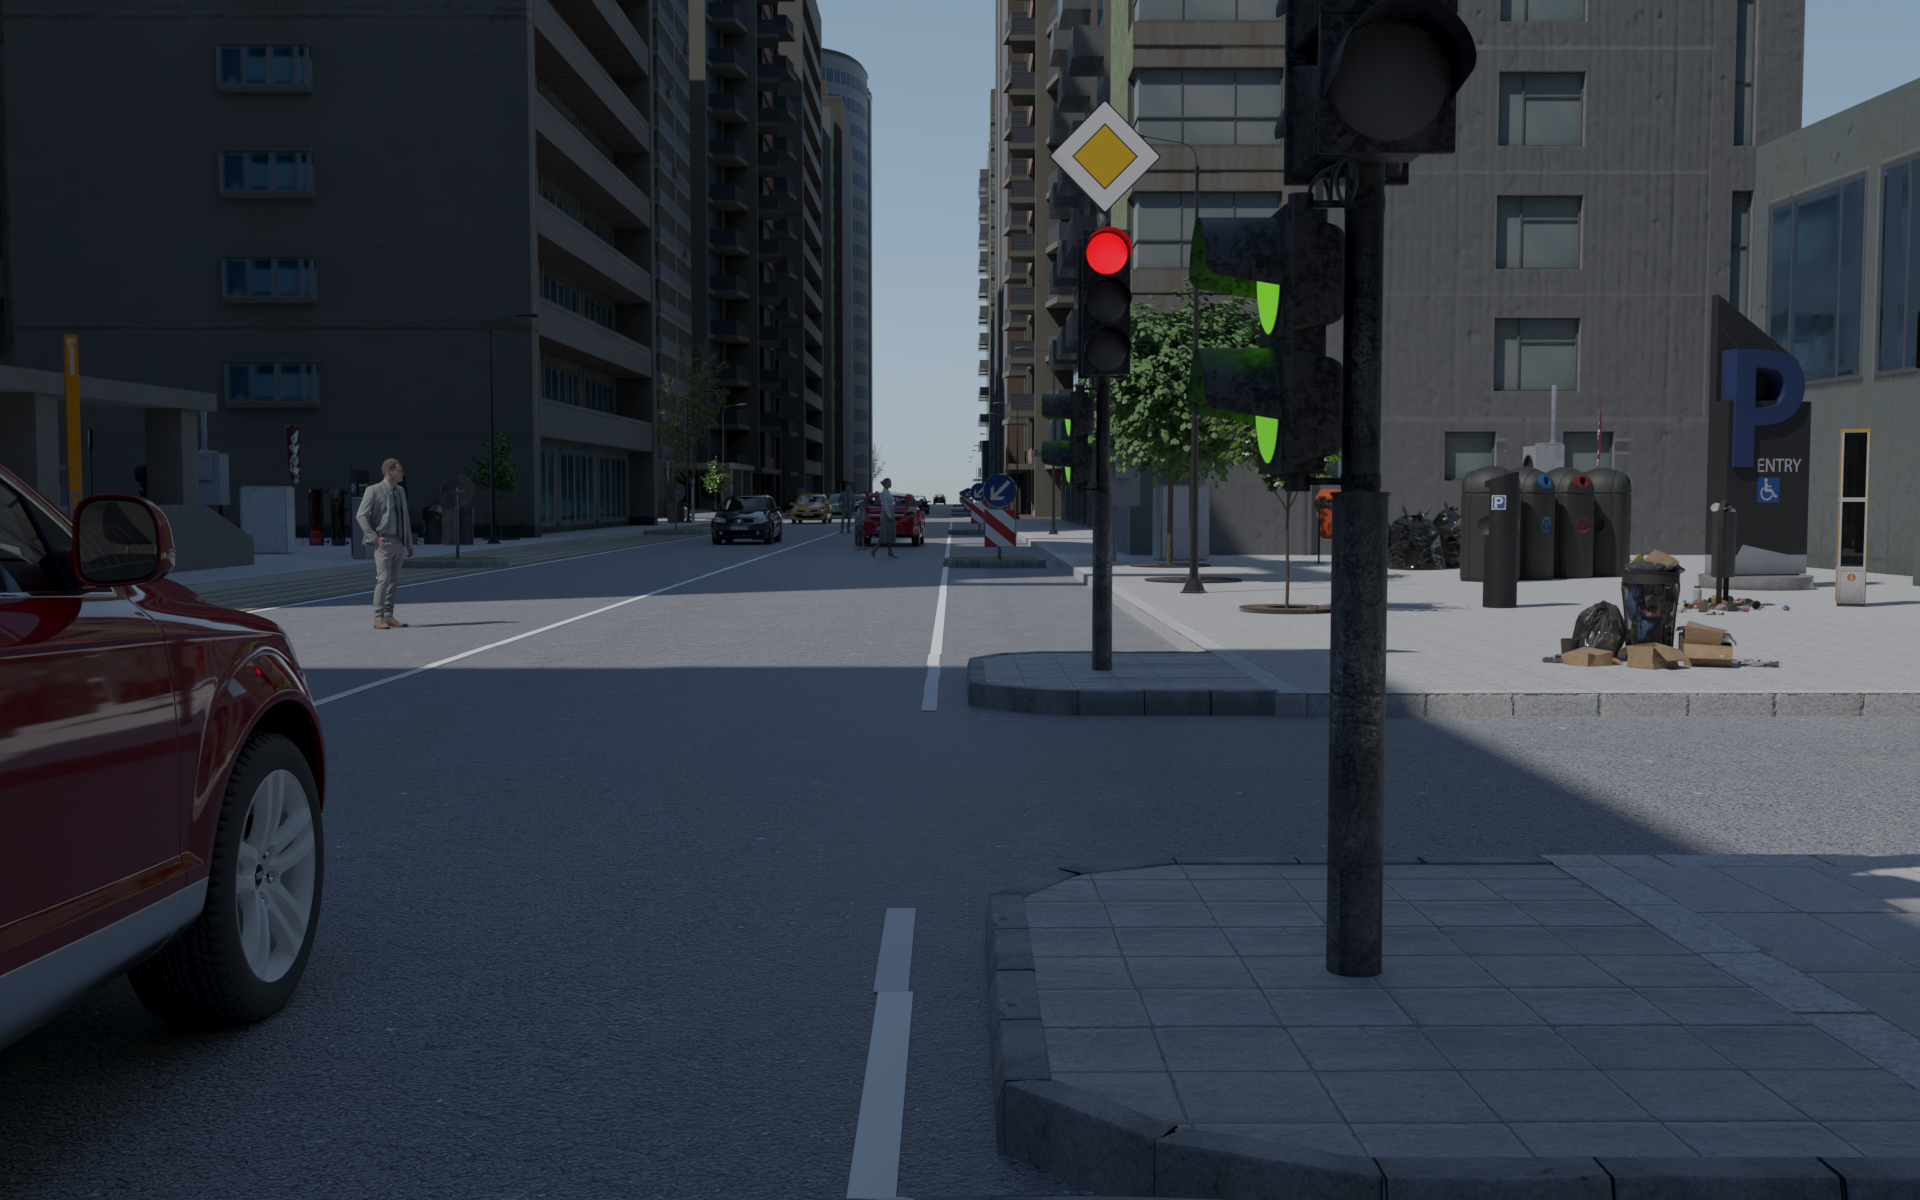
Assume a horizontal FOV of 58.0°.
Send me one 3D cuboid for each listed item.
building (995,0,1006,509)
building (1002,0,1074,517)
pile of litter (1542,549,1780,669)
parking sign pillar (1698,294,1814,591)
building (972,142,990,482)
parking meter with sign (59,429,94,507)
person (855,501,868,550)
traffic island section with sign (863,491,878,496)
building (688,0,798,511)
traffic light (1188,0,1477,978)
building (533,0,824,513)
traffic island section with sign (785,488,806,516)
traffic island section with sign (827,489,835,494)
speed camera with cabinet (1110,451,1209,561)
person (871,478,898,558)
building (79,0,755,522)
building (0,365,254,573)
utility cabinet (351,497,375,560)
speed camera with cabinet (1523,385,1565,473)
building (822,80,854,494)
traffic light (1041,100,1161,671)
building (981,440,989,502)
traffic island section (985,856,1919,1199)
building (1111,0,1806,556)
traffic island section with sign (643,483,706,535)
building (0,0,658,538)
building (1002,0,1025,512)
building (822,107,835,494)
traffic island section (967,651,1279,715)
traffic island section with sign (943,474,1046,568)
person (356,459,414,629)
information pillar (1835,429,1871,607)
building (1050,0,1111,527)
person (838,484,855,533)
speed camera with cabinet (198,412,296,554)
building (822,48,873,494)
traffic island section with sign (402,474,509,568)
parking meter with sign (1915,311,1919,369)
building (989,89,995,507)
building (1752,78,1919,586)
[{"bbox_3d":[13.510,-37.101,148.598,21.231,58.520,28.212,0,4,0],"label":"building"},{"bbox_3d":[13.812,-27.530,104.739,22.147,44.769,28.867,0,4,0],"label":"building"},{"bbox_3d":[5.326,0.054,13.090,1.719,0.858,1.176,1,4,22],"label":"pile of litter"},{"bbox_3d":[10.866,-2.145,23.548,1.447,3.967,1.447,-1,4,-13],"label":"parking sign pillar"},{"bbox_3d":[13.607,-37.428,231.552,23.786,49.044,30.456,0,4,0],"label":"building"},{"bbox_3d":[-23.907,-3.033,45.856,1.738,3.016,0.543,-2,4,-30],"label":"parking meter with sign"},{"bbox_3d":[-2.544,-1.932,44.765,0.332,1.250,0.352,-2,4,-24],"label":"person"},{"bbox_3d":[-10.495,-11.396,194.958,1.989,1.847,2.006,0,4,0],"label":"traffic island section with sign"},{"bbox_3d":[-23.580,-28.809,125.653,22.147,44.769,28.867,0,4,0],"label":"building"},{"bbox_3d":[1.043,-0.956,4.552,0.839,4.253,0.868,0,4,0],"label":"traffic light"},{"bbox_3d":[-23.405,-32.234,150.725,21.300,48.544,21.600,0,4,0],"label":"building"},{"bbox_3d":[-10.238,-6.335,112.208,1.989,1.847,2.006,0,4,0],"label":"traffic island section with sign"},{"bbox_3d":[-10.324,-8.013,139.638,1.989,1.847,2.006,0,4,0],"label":"traffic island section with sign"},{"bbox_3d":[3.741,-2.385,33.329,2.038,3.252,0.660,-1,4,-9],"label":"speed camera with cabinet"},{"bbox_3d":[-1.707,-1.851,38.991,0.641,1.798,0.478,1,4,22],"label":"person"},{"bbox_3d":[-28.661,-24.924,99.396,32.217,40.220,23.993,0,4,0],"label":"building"},{"bbox_3d":[-28.908,-20.269,23.272,32.217,40.220,23.993,0,4,0],"label":"building"},{"bbox_3d":[-11.618,-1.419,34.368,0.306,1.237,1.020,1,4,17],"label":"utility cabinet"},{"bbox_3d":[10.603,-2.317,32.225,0.660,3.252,2.038,0,4,-1],"label":"speed camera with cabinet"},{"bbox_3d":[-19.447,-33.128,191.754,14.600,45.320,14.200,0,4,0],"label":"building"},{"bbox_3d":[1.018,-1.444,12.537,0.839,4.253,0.868,0,4,0],"label":"traffic light"},{"bbox_3d":[13.837,-54.255,199.738,22.319,86.520,31.000,0,4,0],"label":"building"},{"bbox_3d":[1.083,1.077,4.666,2.009,0.180,2.903,0,4,0],"label":"traffic island section"},{"bbox_3d":[10.555,-21.913,41.865,14.154,41.232,14.086,0,4,0],"label":"building"},{"bbox_3d":[-10.085,-3.228,61.411,1.989,1.847,2.006,0,4,0],"label":"traffic island section with sign"},{"bbox_3d":[-23.097,-26.657,59.544,21.300,48.544,21.600,0,4,0],"label":"building"},{"bbox_3d":[10.167,-29.171,127.055,14.600,45.320,14.200,0,4,0],"label":"building"},{"bbox_3d":[-20.365,-30.224,177.759,14.154,41.232,14.086,0,4,0],"label":"building"},{"bbox_3d":[1.058,0.589,12.651,2.009,0.180,2.903,0,4,0],"label":"traffic island section"},{"bbox_3d":[0.667,-1.577,34.408,1.989,1.847,2.006,0,4,0],"label":"traffic island section with sign"},{"bbox_3d":[-6.149,-0.612,18.610,0.391,1.810,0.635,1,4,16],"label":"person"},{"bbox_3d":[10.188,-0.934,19.766,0.304,2.012,0.304,2,4,25],"label":"information pillar"},{"bbox_3d":[15.261,-27.660,71.855,23.786,49.044,30.456,0,4,0],"label":"building"},{"bbox_3d":[-4.189,-3.395,64.114,0.635,1.810,0.391,-1,4,-16],"label":"person"},{"bbox_3d":[-15.382,-2.615,37.092,2.038,3.252,0.660,0,4,-4],"label":"speed camera with cabinet"},{"bbox_3d":[-22.707,-41.971,228.225,21.231,58.520,28.212,0,4,0],"label":"building"},{"bbox_3d":[-9.995,-1.556,34.074,1.989,1.847,2.006,0,4,0],"label":"traffic island section with sign"},{"bbox_3d":[9.800,-1.206,15.974,0.543,3.016,1.738,-2,4,-35],"label":"parking meter with sign"},{"bbox_3d":[10.023,-30.260,178.337,14.154,41.232,14.086,0,4,0],"label":"building"},{"bbox_3d":[28.830,-43.249,19.798,31.000,86.520,22.319,0,4,0],"label":"building"}]
